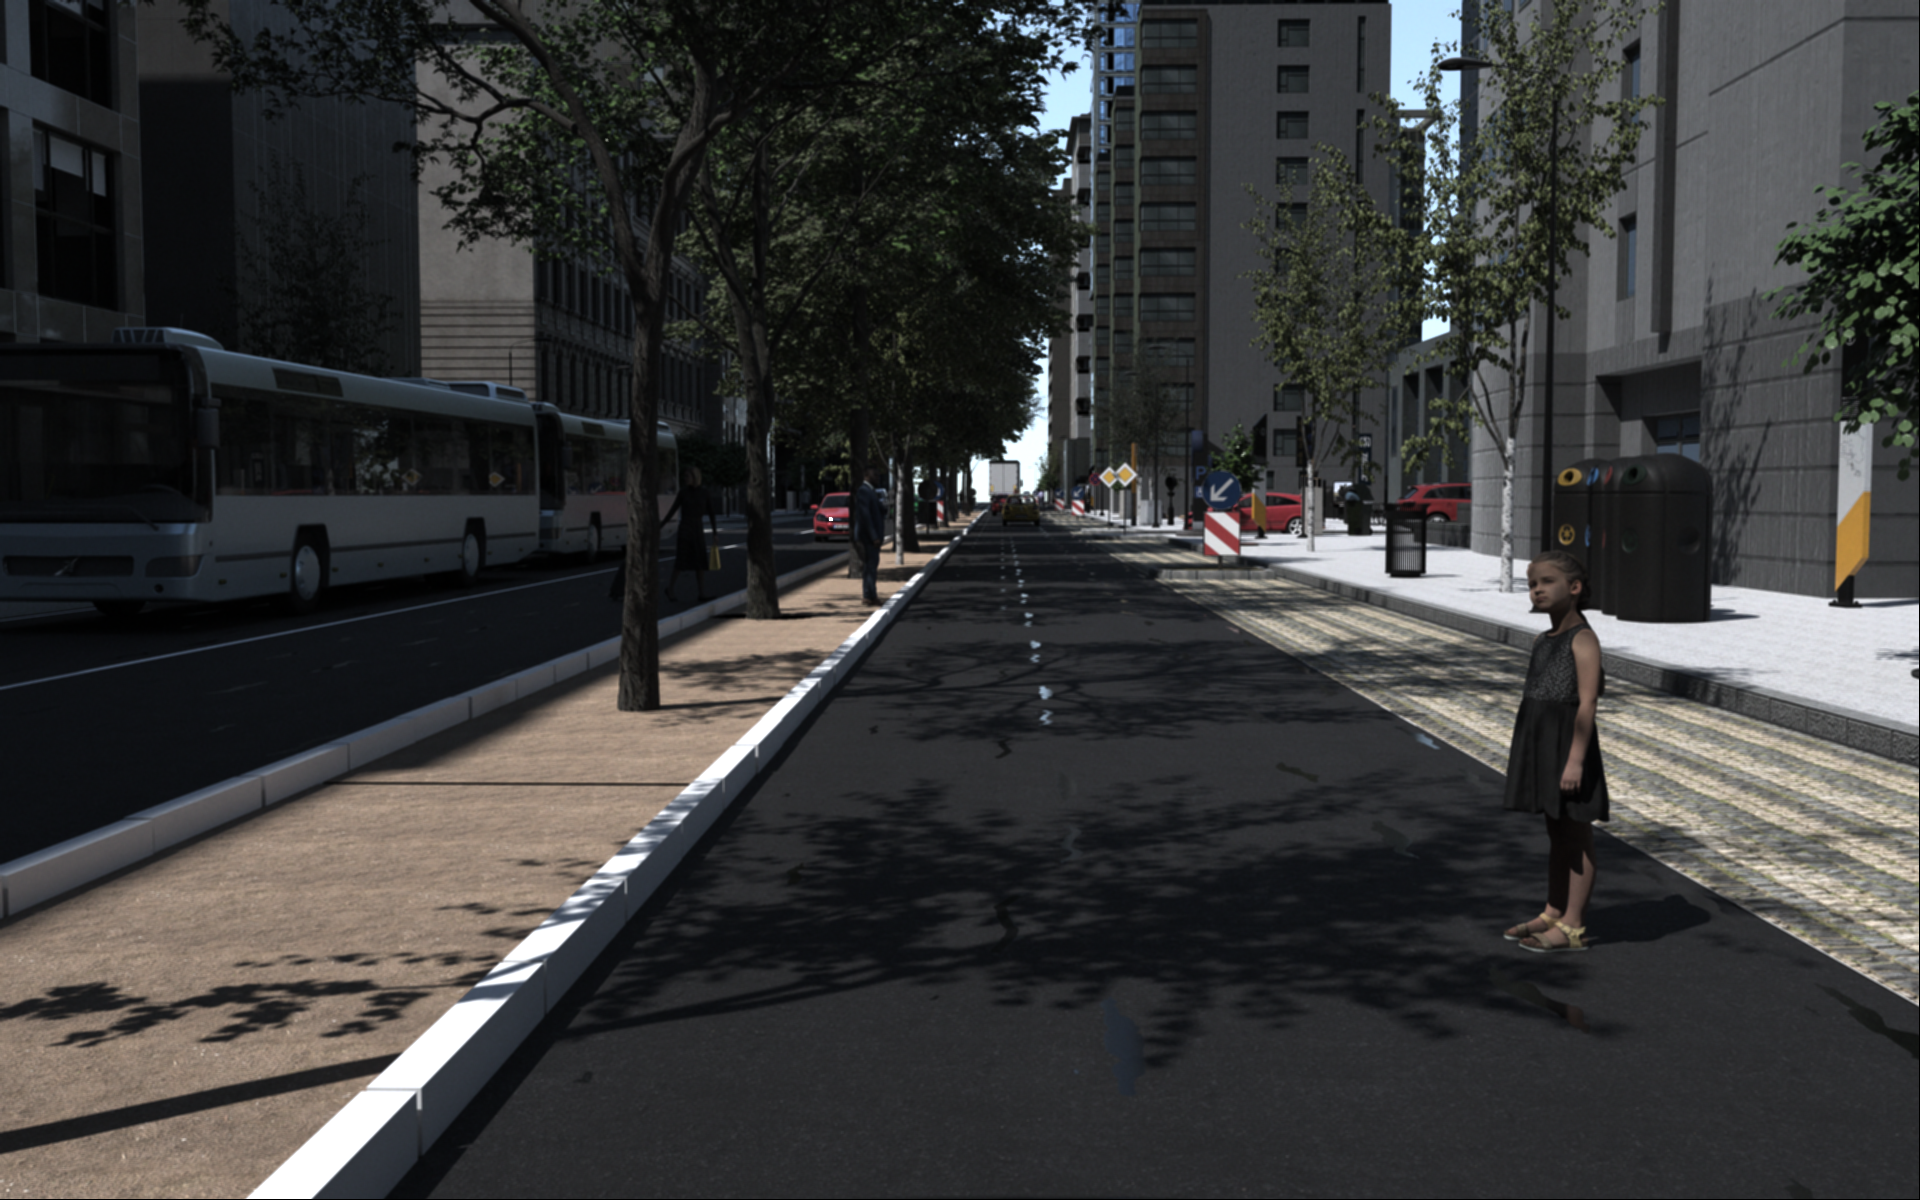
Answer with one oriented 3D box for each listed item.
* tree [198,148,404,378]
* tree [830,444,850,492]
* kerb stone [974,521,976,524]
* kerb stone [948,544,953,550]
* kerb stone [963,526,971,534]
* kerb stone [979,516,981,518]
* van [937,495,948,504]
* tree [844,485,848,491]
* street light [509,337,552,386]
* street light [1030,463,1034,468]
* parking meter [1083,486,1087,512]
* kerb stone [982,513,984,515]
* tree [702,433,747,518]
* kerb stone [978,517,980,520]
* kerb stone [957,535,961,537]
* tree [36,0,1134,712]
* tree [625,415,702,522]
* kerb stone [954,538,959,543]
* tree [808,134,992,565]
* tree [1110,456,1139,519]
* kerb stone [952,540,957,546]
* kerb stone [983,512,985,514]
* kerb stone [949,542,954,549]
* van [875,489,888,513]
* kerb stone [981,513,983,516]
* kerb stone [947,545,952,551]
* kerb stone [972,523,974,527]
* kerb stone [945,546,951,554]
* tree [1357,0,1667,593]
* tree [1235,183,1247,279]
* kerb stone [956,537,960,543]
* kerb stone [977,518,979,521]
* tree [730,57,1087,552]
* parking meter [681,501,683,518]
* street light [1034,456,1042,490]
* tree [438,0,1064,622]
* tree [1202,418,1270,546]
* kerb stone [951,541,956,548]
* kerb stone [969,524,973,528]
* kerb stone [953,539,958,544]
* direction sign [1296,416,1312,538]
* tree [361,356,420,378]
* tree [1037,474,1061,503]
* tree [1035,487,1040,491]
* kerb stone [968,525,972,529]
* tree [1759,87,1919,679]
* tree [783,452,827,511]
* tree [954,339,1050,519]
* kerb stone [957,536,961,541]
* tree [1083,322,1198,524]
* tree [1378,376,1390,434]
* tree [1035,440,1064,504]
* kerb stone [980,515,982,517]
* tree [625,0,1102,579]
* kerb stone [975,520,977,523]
[{"bbox_3d":[-13.782,-5.297,36.971,4.360,8.622,3.978,0,3,0],"label":"tree"},{"bbox_3d":[-10.527,-13.301,167.840,4.360,8.622,3.978,0,3,0],"label":"tree"},{"bbox_3d":[0.508,-3.261,75.506,0.120,0.150,1.000,0,4,1],"label":"kerb stone"},{"bbox_3d":[-0.296,-1.220,42.187,0.120,0.150,1.000,0,4,1],"label":"kerb stone"},{"bbox_3d":[0.255,-2.627,65.253,0.120,0.150,1.000,0,4,1],"label":"kerb stone"},{"bbox_3d":[0.887,-4.199,90.881,0.120,0.150,1.000,0,4,1],"label":"kerb stone"},{"bbox_3d":[-2.719,-15.376,258.412,2.013,2.044,4.112,0,4,2],"label":"van"},{"bbox_3d":[-11.251,-11.911,189.339,1.663,3.219,1.824,0,3,0],"label":"tree"},{"bbox_3d":[-12.797,-4.830,51.505,1.470,5.913,1.316,0,4,1],"label":"street light"},{"bbox_3d":[11.729,-17.634,260.848,1.470,5.913,1.316,0,4,1],"label":"street light"},{"bbox_3d":[9.106,-7.317,125.343,0.399,1.863,0.255,-2,4,-25],"label":"parking meter"},{"bbox_3d":[1.207,-5.015,104.194,0.120,0.150,1.000,0,4,1],"label":"kerb stone"},{"bbox_3d":[-12.751,-5.960,81.164,4.285,4.588,4.351,0,3,0],"label":"tree"},{"bbox_3d":[0.806,-4.010,87.806,0.120,0.150,1.000,0,4,1],"label":"kerb stone"},{"bbox_3d":[-0.100,-1.724,50.385,0.120,0.150,1.000,0,4,1],"label":"kerb stone"},{"bbox_3d":[-2.156,-4.521,10.789,8.767,10.594,7.601,0,4,1],"label":"tree"},{"bbox_3d":[-13.314,-5.288,70.174,4.285,4.588,4.351,0,3,0],"label":"tree"},{"bbox_3d":[-0.173,-1.536,47.318,0.120,0.150,1.000,0,4,1],"label":"kerb stone"},{"bbox_3d":[-1.246,-5.013,34.787,4.737,8.622,4.395,0,3,0],"label":"tree"},{"bbox_3d":[8.319,-5.762,88.817,1.663,3.219,1.824,0,3,0],"label":"tree"},{"bbox_3d":[-0.222,-1.411,45.267,0.120,0.150,1.000,0,4,1],"label":"kerb stone"},{"bbox_3d":[1.328,-5.326,109.316,0.120,0.150,1.000,0,4,1],"label":"kerb stone"},{"bbox_3d":[-0.277,-1.284,43.219,0.120,0.150,1.000,0,4,1],"label":"kerb stone"},{"bbox_3d":[-6.417,-7.587,131.057,2.013,2.044,4.112,0,4,3],"label":"van"},{"bbox_3d":[1.154,-4.890,102.148,0.120,0.150,1.000,0,4,1],"label":"kerb stone"},{"bbox_3d":[-0.317,-1.160,41.165,0.120,0.150,1.000,0,4,1],"label":"kerb stone"},{"bbox_3d":[0.387,-2.946,70.380,0.120,0.150,1.000,0,4,1],"label":"kerb stone"},{"bbox_3d":[-0.350,-1.097,40.135,0.120,0.150,1.000,0,4,1],"label":"kerb stone"},{"bbox_3d":[6.985,-4.414,22.532,4.737,8.622,4.395,0,3,0],"label":"tree"},{"bbox_3d":[7.940,-5.373,38.211,4.737,8.622,4.395,0,3,0],"label":"tree"},{"bbox_3d":[-0.143,-1.599,48.340,0.120,0.150,1.000,0,4,1],"label":"kerb stone"},{"bbox_3d":[0.727,-3.822,84.714,0.120,0.150,1.000,0,4,1],"label":"kerb stone"},{"bbox_3d":[-1.322,-8.137,42.145,9.857,13.997,8.962,0,3,0],"label":"tree"},{"bbox_3d":[-13.320,-4.611,83.806,0.372,1.533,0.369,0,3,0],"label":"parking meter"},{"bbox_3d":[10.715,-15.417,224.611,1.470,5.913,1.316,0,4,1],"label":"street light"},{"bbox_3d":[-2.364,-5.590,19.613,9.928,11.665,9.643,0,3,0],"label":"tree"},{"bbox_3d":[7.071,-2.980,43.321,1.663,3.219,1.824,0,3,0],"label":"tree"},{"bbox_3d":[-0.246,-1.349,44.245,0.120,0.150,1.000,0,4,1],"label":"kerb stone"},{"bbox_3d":[0.335,-2.818,68.321,0.120,0.150,1.000,0,4,1],"label":"kerb stone"},{"bbox_3d":[-0.199,-1.474,46.296,0.120,0.150,1.000,0,4,1],"label":"kerb stone"},{"bbox_3d":[10.041,-3.583,50.573,0.379,3.537,0.876,3,5,41],"label":"direction sign"},{"bbox_3d":[-13.819,-3.531,41.444,4.285,4.588,4.351,0,3,0],"label":"tree"},{"bbox_3d":[12.231,-15.540,237.784,4.285,4.588,4.351,0,3,0],"label":"tree"},{"bbox_3d":[13.304,-18.034,289.460,1.663,3.219,1.824,0,3,0],"label":"tree"},{"bbox_3d":[0.284,-2.696,66.274,0.120,0.150,1.000,0,4,1],"label":"kerb stone"},{"bbox_3d":[7.343,-1.721,11.846,4.285,4.588,4.351,0,3,0],"label":"tree"},{"bbox_3d":[-11.796,-9.078,132.141,4.285,4.588,4.351,0,3,0],"label":"tree"},{"bbox_3d":[0.461,-12.045,109.770,12.009,13.543,11.850,0,3,0],"label":"tree"},{"bbox_3d":[-0.128,-1.662,49.362,0.120,0.150,1.000,0,4,1],"label":"kerb stone"},{"bbox_3d":[7.620,-7.581,74.317,4.360,8.622,3.978,0,3,0],"label":"tree"},{"bbox_3d":[24.554,-8.739,93.239,4.360,8.622,3.978,0,3,0],"label":"tree"},{"bbox_3d":[12.138,-17.176,231.183,4.737,8.622,4.395,0,3,0],"label":"tree"},{"bbox_3d":[1.005,-4.513,96.011,0.120,0.150,1.000,0,4,1],"label":"kerb stone"},{"bbox_3d":[-1.583,-6.592,28.358,7.486,12.596,7.792,0,3,0],"label":"tree"},{"bbox_3d":[0.582,-3.448,78.576,0.120,0.150,1.000,0,4,1],"label":"kerb stone"}]
